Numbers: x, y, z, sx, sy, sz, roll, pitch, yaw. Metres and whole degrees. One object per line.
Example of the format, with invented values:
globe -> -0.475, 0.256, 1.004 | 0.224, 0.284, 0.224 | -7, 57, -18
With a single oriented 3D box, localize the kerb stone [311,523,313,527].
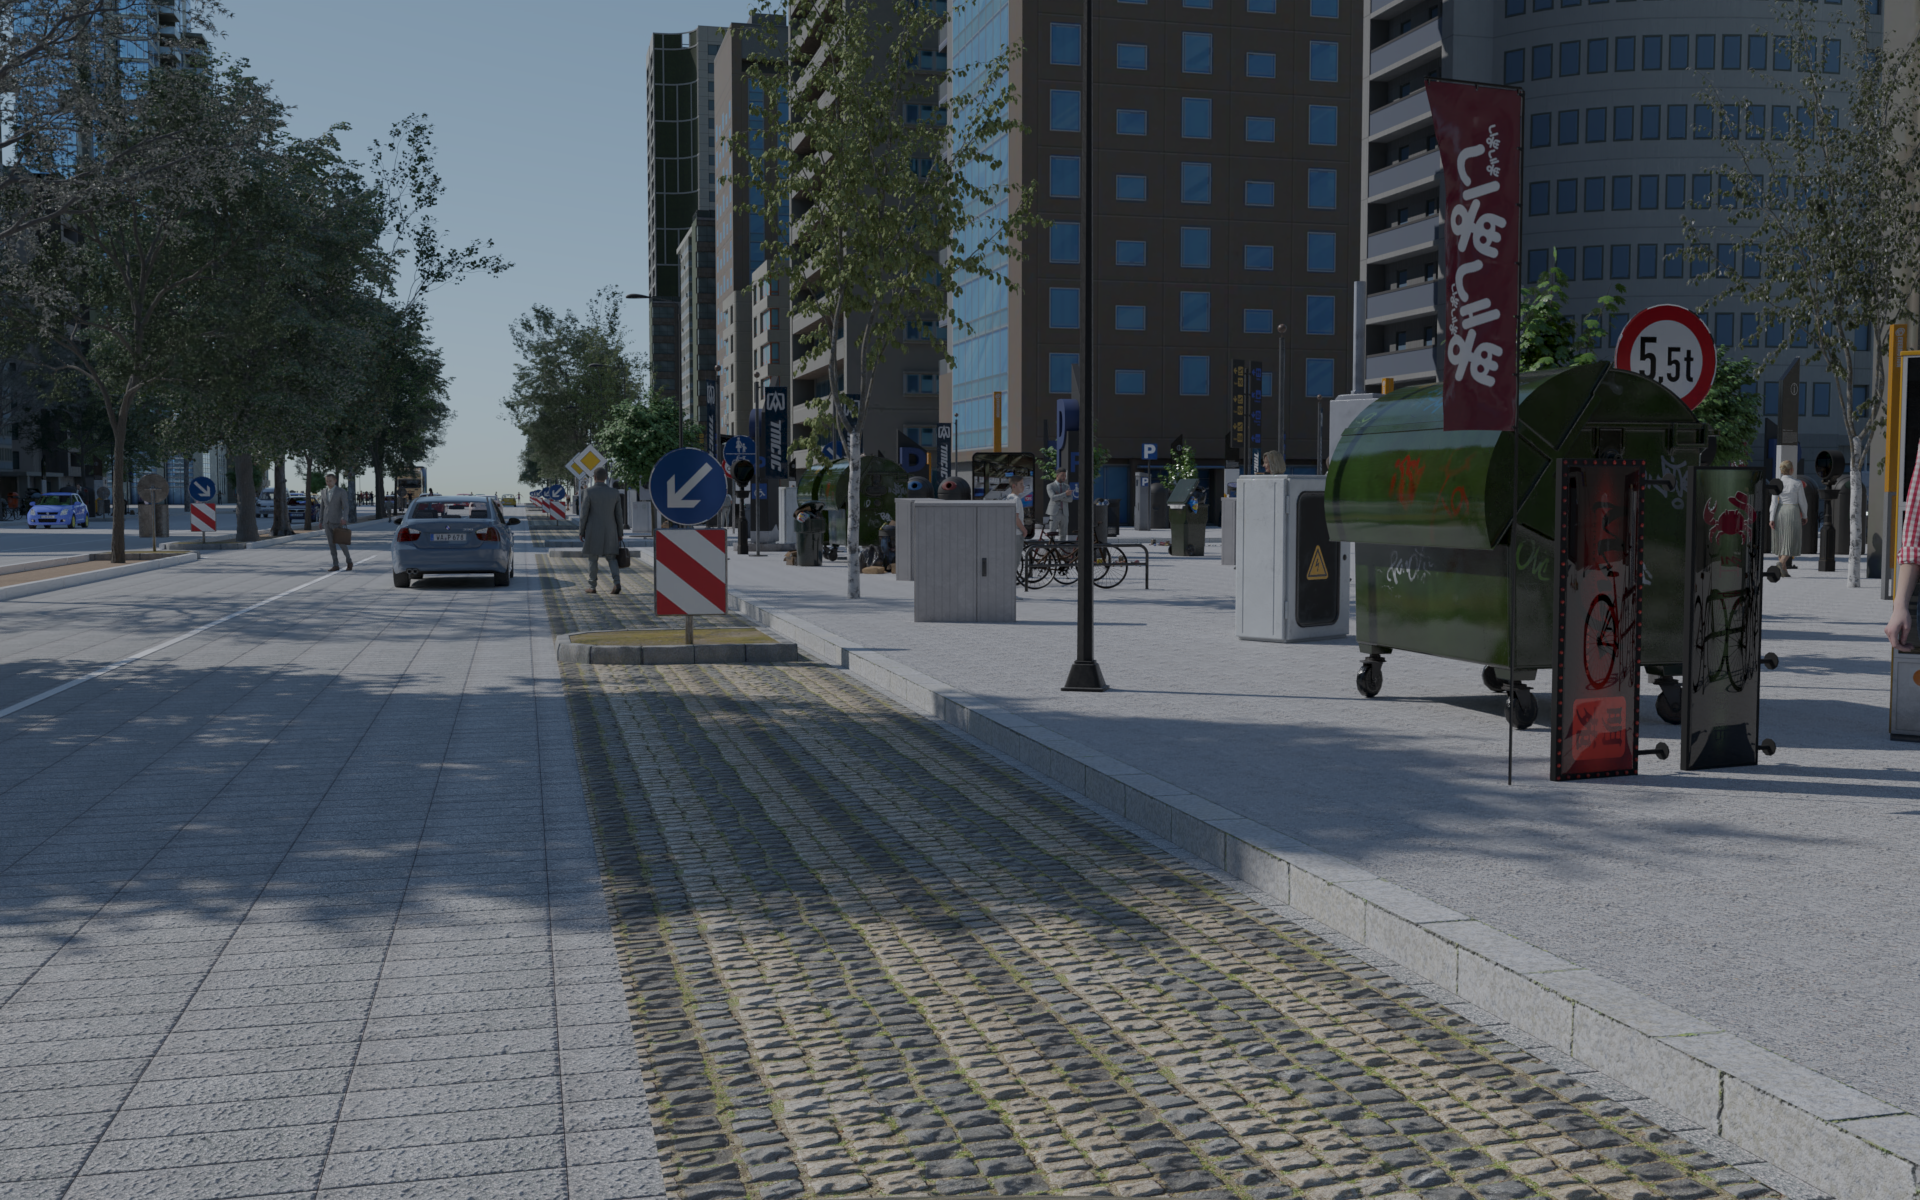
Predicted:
kerb stone -> -28.205, -3.218, 74.865 | 0.120, 0.150, 1.000 | -1, 4, -14

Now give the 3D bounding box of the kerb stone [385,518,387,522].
kerb stone -> -29.441, -4.041, 88.291 | 0.120, 0.150, 1.000 | -1, 4, -14

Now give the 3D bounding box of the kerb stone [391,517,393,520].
kerb stone -> -30.453, -4.286, 92.265 | 0.120, 0.150, 1.000 | -1, 4, -14

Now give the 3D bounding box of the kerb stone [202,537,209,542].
kerb stone -> -21.929, -1.702, 50.029 | 0.120, 0.150, 1.000 | -1, 4, -14

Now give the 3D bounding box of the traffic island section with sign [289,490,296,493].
traffic island section with sign -> -63.777, -9.592, 165.459 | 1.989, 1.847, 2.006 | -1, 4, -14

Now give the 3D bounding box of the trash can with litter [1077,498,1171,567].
trash can with litter -> 2.783, -1.253, 31.543 | 1.678, 1.210, 2.233 | 2, 4, 25

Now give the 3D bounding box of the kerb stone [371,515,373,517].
kerb stone -> -35.752, -5.044, 104.661 | 0.120, 0.150, 1.000 | -1, 4, -14

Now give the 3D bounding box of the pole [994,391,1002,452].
pole -> 0.748, -2.487, 34.512 | 0.158, 3.312, 0.155 | 0, 3, 0

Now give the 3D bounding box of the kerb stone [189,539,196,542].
kerb stone -> -21.421, -1.581, 48.045 | 0.120, 0.150, 1.000 | -1, 4, -14

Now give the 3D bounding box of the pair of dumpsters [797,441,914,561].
pair of dumpsters -> -2.050, -1.898, 33.530 | 1.574, 2.255, 4.437 | -1, 4, -14

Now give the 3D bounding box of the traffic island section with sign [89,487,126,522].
traffic island section with sign -> -44.813, -5.008, 90.516 | 1.989, 1.847, 2.006 | -1, 4, -14

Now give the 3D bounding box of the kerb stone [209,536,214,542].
kerb stone -> -22.188, -1.758, 51.018 | 0.120, 0.150, 1.000 | -1, 4, -14

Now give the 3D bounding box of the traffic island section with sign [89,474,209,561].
traffic island section with sign -> -17.841, -1.829, 38.040 | 2.006, 1.907, 1.989 | -1, 4, -14

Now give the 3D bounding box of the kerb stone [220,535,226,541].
kerb stone -> -22.681, -1.883, 53.001 | 0.120, 0.150, 1.000 | -1, 4, -14

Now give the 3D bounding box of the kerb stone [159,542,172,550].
kerb stone -> -20.672, -1.399, 45.067 | 0.120, 0.150, 1.000 | -1, 4, -14

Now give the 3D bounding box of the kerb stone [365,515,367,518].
kerb stone -> -34.744, -4.794, 100.689 | 0.120, 0.150, 1.000 | -1, 4, -14

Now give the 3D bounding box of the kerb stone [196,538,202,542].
kerb stone -> -21.678, -1.636, 49.035 | 0.120, 0.150, 1.000 | -1, 4, -14

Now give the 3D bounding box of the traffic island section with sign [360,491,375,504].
traffic island section with sign -> -83.948, -14.468, 245.179 | 1.989, 1.847, 2.006 | -1, 4, -14

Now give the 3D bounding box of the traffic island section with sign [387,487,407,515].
traffic island section with sign -> -38.090, -6.724, 118.073 | 2.006, 1.907, 1.989 | -1, 4, -14

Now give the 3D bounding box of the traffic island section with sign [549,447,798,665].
traffic island section with sign -> -2.585, -0.415, 15.412 | 1.989, 1.847, 2.006 | -1, 4, -14

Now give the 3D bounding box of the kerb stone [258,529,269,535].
kerb stone -> -24.945, -2.427, 61.941 | 0.120, 0.150, 1.000 | -1, 4, -14

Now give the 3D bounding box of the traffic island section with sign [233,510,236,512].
traffic island section with sign -> -56.973, -7.949, 138.586 | 1.989, 1.847, 2.006 | -1, 4, -14

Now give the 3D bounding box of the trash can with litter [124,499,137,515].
trash can with litter -> -51.439, -5.843, 106.924 | 1.055, 1.170, 0.624 | -2, 4, -33

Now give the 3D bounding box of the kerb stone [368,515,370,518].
kerb stone -> -35.249, -4.922, 102.671 | 0.120, 0.150, 1.000 | -1, 4, -14

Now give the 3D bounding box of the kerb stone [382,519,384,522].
kerb stone -> -28.941, -3.920, 86.299 | 0.120, 0.150, 1.000 | -1, 4, -14

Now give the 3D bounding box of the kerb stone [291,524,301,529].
kerb stone -> -27.207, -2.976, 70.890 | 0.120, 0.150, 1.000 | -1, 4, -14

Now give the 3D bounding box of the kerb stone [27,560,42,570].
kerb stone -> -17.508, -0.634, 32.569 | 0.120, 0.150, 1.000 | -1, 4, -14

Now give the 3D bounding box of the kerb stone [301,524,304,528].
kerb stone -> -27.460, -3.039, 71.881 | 0.120, 0.150, 1.000 | -1, 4, -14

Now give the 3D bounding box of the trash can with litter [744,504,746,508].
trash can with litter -> -7.224, -3.074, 61.654 | 1.055, 1.170, 0.624 | -2, 4, -34

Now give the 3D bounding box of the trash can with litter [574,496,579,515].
trash can with litter -> -22.843, -5.732, 105.112 | 1.055, 1.170, 0.624 | -2, 4, -28

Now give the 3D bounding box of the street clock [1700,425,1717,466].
street clock -> 7.428, -0.796, 17.592 | 0.358, 2.002, 0.471 | -1, 4, -10

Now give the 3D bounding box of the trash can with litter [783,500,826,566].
trash can with litter -> -2.842, -1.195, 30.926 | 0.624, 1.170, 1.055 | -2, 4, -34

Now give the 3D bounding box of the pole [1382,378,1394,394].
pole -> 7.519, -2.244, 30.531 | 0.158, 3.312, 0.155 | 0, 3, 0

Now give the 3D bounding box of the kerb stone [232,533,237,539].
kerb stone -> -23.176, -2.005, 54.985 | 0.120, 0.150, 1.000 | -1, 4, -14

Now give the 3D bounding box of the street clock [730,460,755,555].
street clock -> -4.612, -1.968, 36.742 | 0.471, 2.002, 0.358 | -2, 4, -27

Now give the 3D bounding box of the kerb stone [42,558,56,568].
kerb stone -> -17.757, -0.695, 33.561 | 0.120, 0.150, 1.000 | -1, 4, -14

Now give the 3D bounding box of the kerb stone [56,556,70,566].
kerb stone -> -18.013, -0.756, 34.561 | 0.120, 0.150, 1.000 | -1, 4, -14

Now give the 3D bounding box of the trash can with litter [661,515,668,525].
trash can with litter -> -10.725, -3.252, 64.559 | 1.055, 1.170, 0.624 | -1, 4, -15

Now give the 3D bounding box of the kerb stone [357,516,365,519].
kerb stone -> -34.496, -4.738, 99.690 | 0.120, 0.150, 1.000 | -1, 4, -14

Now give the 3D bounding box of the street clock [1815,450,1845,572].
street clock -> 14.340, -1.470, 28.597 | 0.358, 2.002, 0.471 | -1, 4, -8

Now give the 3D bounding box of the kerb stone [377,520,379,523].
kerb stone -> -28.181, -3.738, 83.319 | 0.120, 0.150, 1.000 | -1, 4, -14

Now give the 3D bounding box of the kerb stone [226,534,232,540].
kerb stone -> -22.935, -1.943, 53.991 | 0.120, 0.150, 1.000 | -1, 4, -14

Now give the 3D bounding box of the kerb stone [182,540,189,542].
kerb stone -> -21.176, -1.520, 47.053 | 0.120, 0.150, 1.000 | -1, 4, -14

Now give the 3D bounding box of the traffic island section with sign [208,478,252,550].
traffic island section with sign -> -19.649, -2.268, 45.224 | 2.006, 1.907, 1.989 | -1, 4, -14

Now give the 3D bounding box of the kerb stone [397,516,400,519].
kerb stone -> -31.697, -4.588, 97.226 | 0.120, 0.150, 1.000 | -1, 4, -14

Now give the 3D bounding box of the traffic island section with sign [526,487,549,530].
traffic island section with sign -> -16.369, -3.746, 69.875 | 1.989, 1.847, 2.006 | -1, 4, -14

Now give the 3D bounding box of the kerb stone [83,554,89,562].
kerb stone -> -18.522, -0.876, 36.549 | 0.120, 0.150, 1.000 | -1, 4, -14

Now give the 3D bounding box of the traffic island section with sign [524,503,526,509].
traffic island section with sign -> -22.976, -5.345, 96.011 | 1.989, 1.847, 2.006 | -1, 4, -14

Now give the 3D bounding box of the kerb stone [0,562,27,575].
kerb stone -> -17.262, -0.572, 31.577 | 0.120, 0.150, 1.000 | -1, 4, -14

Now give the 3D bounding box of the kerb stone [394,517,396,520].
kerb stone -> -30.952, -4.407, 94.250 | 0.120, 0.150, 1.000 | -1, 4, -14

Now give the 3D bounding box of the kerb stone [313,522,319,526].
kerb stone -> -28.970, -3.404, 77.847 | 0.120, 0.150, 1.000 | -1, 4, -14

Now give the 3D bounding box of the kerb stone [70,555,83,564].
kerb stone -> -18.256, -0.814, 35.561 | 0.120, 0.150, 1.000 | -1, 4, -14

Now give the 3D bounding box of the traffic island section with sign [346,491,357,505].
traffic island section with sign -> -77.187, -12.834, 218.466 | 1.989, 1.847, 2.006 | -1, 4, -14

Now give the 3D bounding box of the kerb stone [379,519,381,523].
kerb stone -> -28.431, -3.799, 84.310 | 0.120, 0.150, 1.000 | -1, 4, -14

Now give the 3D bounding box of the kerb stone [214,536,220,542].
kerb stone -> -22.438, -1.823, 52.008 | 0.120, 0.150, 1.000 | -1, 4, -14
